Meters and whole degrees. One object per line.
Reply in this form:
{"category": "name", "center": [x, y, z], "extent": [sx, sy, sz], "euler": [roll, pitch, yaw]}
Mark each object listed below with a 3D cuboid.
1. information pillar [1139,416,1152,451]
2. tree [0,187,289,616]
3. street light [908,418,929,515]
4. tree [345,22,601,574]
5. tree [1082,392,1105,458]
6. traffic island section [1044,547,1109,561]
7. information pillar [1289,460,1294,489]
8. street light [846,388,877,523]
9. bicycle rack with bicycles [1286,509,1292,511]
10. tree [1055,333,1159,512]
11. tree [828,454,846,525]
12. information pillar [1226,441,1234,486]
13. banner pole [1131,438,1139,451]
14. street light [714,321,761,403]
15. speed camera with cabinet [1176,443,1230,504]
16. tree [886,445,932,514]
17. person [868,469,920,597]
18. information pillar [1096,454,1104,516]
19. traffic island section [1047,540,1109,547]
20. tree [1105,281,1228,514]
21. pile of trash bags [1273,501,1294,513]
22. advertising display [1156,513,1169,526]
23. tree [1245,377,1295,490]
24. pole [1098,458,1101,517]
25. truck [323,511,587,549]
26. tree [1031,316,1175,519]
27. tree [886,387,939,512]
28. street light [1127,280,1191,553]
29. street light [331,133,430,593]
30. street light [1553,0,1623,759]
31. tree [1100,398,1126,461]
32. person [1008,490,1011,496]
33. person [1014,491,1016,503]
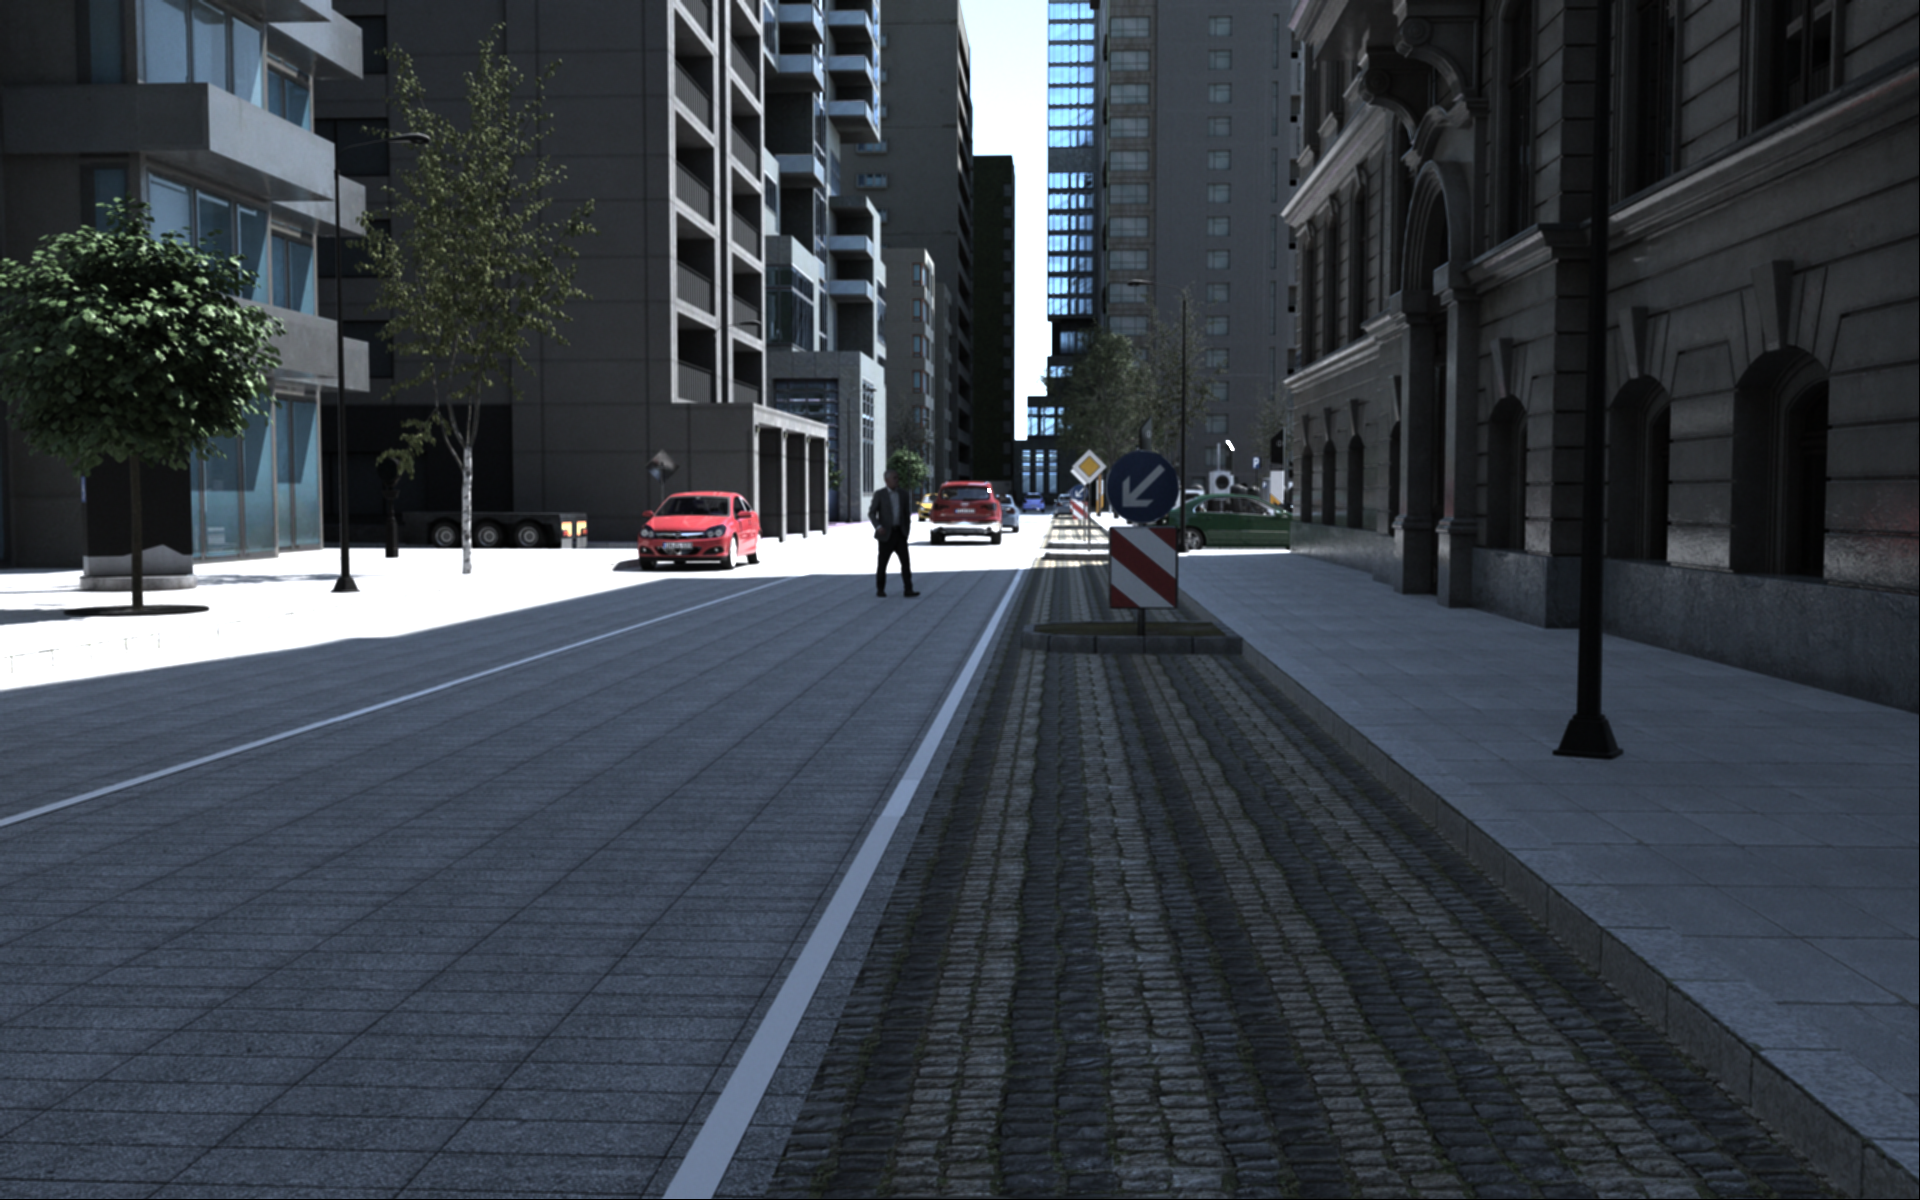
{"category": "information pillar", "center": [5.542, -3.689, 51.673], "extent": [0.504, 3.616, 0.183], "euler": [-3, 5, -42]}
{"category": "tree", "center": [-9.033, -2.139, 18.692], "extent": [4.285, 4.588, 4.351], "euler": [0, 3, 0]}
{"category": "street light", "center": [-2.565, -8.153, 105.848], "extent": [1.470, 5.913, 1.316], "euler": [0, 4, 3]}
{"category": "tree", "center": [-7.926, -4.739, 27.847], "extent": [4.737, 8.622, 4.395], "euler": [0, 3, 0]}
{"category": "tree", "center": [9.819, -9.773, 110.150], "extent": [4.360, 8.622, 3.978], "euler": [0, 3, 0]}
{"category": "traffic island section", "center": [2.877, -0.981, 38.322], "extent": [2.009, 0.180, 2.903], "euler": [0, 4, 3]}
{"category": "information pillar", "center": [22.518, -7.714, 117.486], "extent": [0.504, 3.616, 0.183], "euler": [0, 4, 5]}
{"category": "street light", "center": [-4.351, -6.344, 76.260], "extent": [1.470, 5.913, 1.316], "euler": [0, 4, 3]}
{"category": "bicycle rack with bicycles", "center": [8.108, -2.127, 48.164], "extent": [2.852, 0.926, 2.925], "euler": [0, 4, 4]}
{"category": "tree", "center": [10.468, -12.506, 122.597], "extent": [7.486, 12.596, 7.792], "euler": [0, 3, 0]}
{"category": "tree", "center": [-5.536, -4.740, 72.099], "extent": [1.663, 3.219, 1.824], "euler": [0, 3, 0]}
{"category": "information pillar", "center": [11.789, -5.166, 75.813], "extent": [0.183, 3.616, 0.504], "euler": [-2, 4, -26]}
{"category": "banner pole", "center": [7.905, -5.357, 77.598], "extent": [0.401, 3.779, 0.863], "euler": [-3, 5, -43]}
{"category": "street light", "center": [-6.036, -4.530, 46.606], "extent": [1.470, 5.913, 1.316], "euler": [0, 4, 3]}
{"category": "speed camera with cabinet", "center": [9.418, -4.450, 67.096], "extent": [2.038, 3.252, 0.660], "euler": [-1, 4, -13]}
{"category": "tree", "center": [-3.510, -7.915, 113.127], "extent": [4.285, 4.588, 4.351], "euler": [0, 3, 0]}
{"category": "person", "center": [-0.902, -0.925, 24.022], "extent": [0.661, 1.777, 0.834], "euler": [-3, 4, -36]}
{"category": "information pillar", "center": [8.080, -6.653, 100.127], "extent": [0.504, 3.616, 0.183], "euler": [-2, 4, -35]}
{"category": "traffic island section", "center": [3.348, -1.469, 46.294], "extent": [2.009, 0.180, 2.903], "euler": [0, 4, 3]}
{"category": "tree", "center": [7.365, -6.747, 60.679], "extent": [4.360, 8.622, 3.978], "euler": [0, 3, 0]}
{"category": "pile of trash bags", "center": [11.285, -2.692, 53.761], "extent": [3.447, 1.369, 1.912], "euler": [1, 4, 10]}
{"category": "advertising display", "center": [4.212, -1.883, 35.999], "extent": [0.123, 1.923, 0.974], "euler": [1, 4, 15]}
{"category": "tree", "center": [19.690, -9.671, 108.488], "extent": [4.360, 8.622, 3.978], "euler": [0, 3, 0]}
{"category": "pole", "center": [7.866, -6.343, 97.557], "extent": [0.158, 3.312, 0.155], "euler": [0, 3, 0]}
{"category": "truck", "center": [-19.098, -3.329, 44.193], "extent": [18.799, 4.110, 2.967], "euler": [0, 4, 3]}
{"category": "tree", "center": [7.928, -9.561, 90.742], "extent": [7.601, 10.594, 8.767], "euler": [2, 4, 33]}
{"category": "tree", "center": [-3.435, -10.293, 118.652], "extent": [4.360, 8.622, 3.978], "euler": [0, 3, 0]}
{"category": "street light", "center": [4.328, -3.988, 37.742], "extent": [1.470, 5.913, 1.316], "euler": [0, 4, 3]}
{"category": "street light", "center": [-7.518, -3.056, 22.501], "extent": [1.470, 5.913, 1.316], "euler": [0, 4, 3]}
{"category": "street light", "center": [2.561, -2.194, 8.409], "extent": [1.470, 5.913, 1.316], "euler": [0, 4, 3]}
{"category": "tree", "center": [11.631, -11.033, 130.744], "extent": [4.737, 8.622, 4.395], "euler": [0, 3, 0]}
{"category": "person", "center": [5.172, -10.421, 178.872], "extent": [0.705, 1.826, 1.348], "euler": [1, 4, 18]}
{"category": "person", "center": [6.354, -11.625, 198.510], "extent": [0.705, 1.831, 1.348], "euler": [0, 4, 2]}
